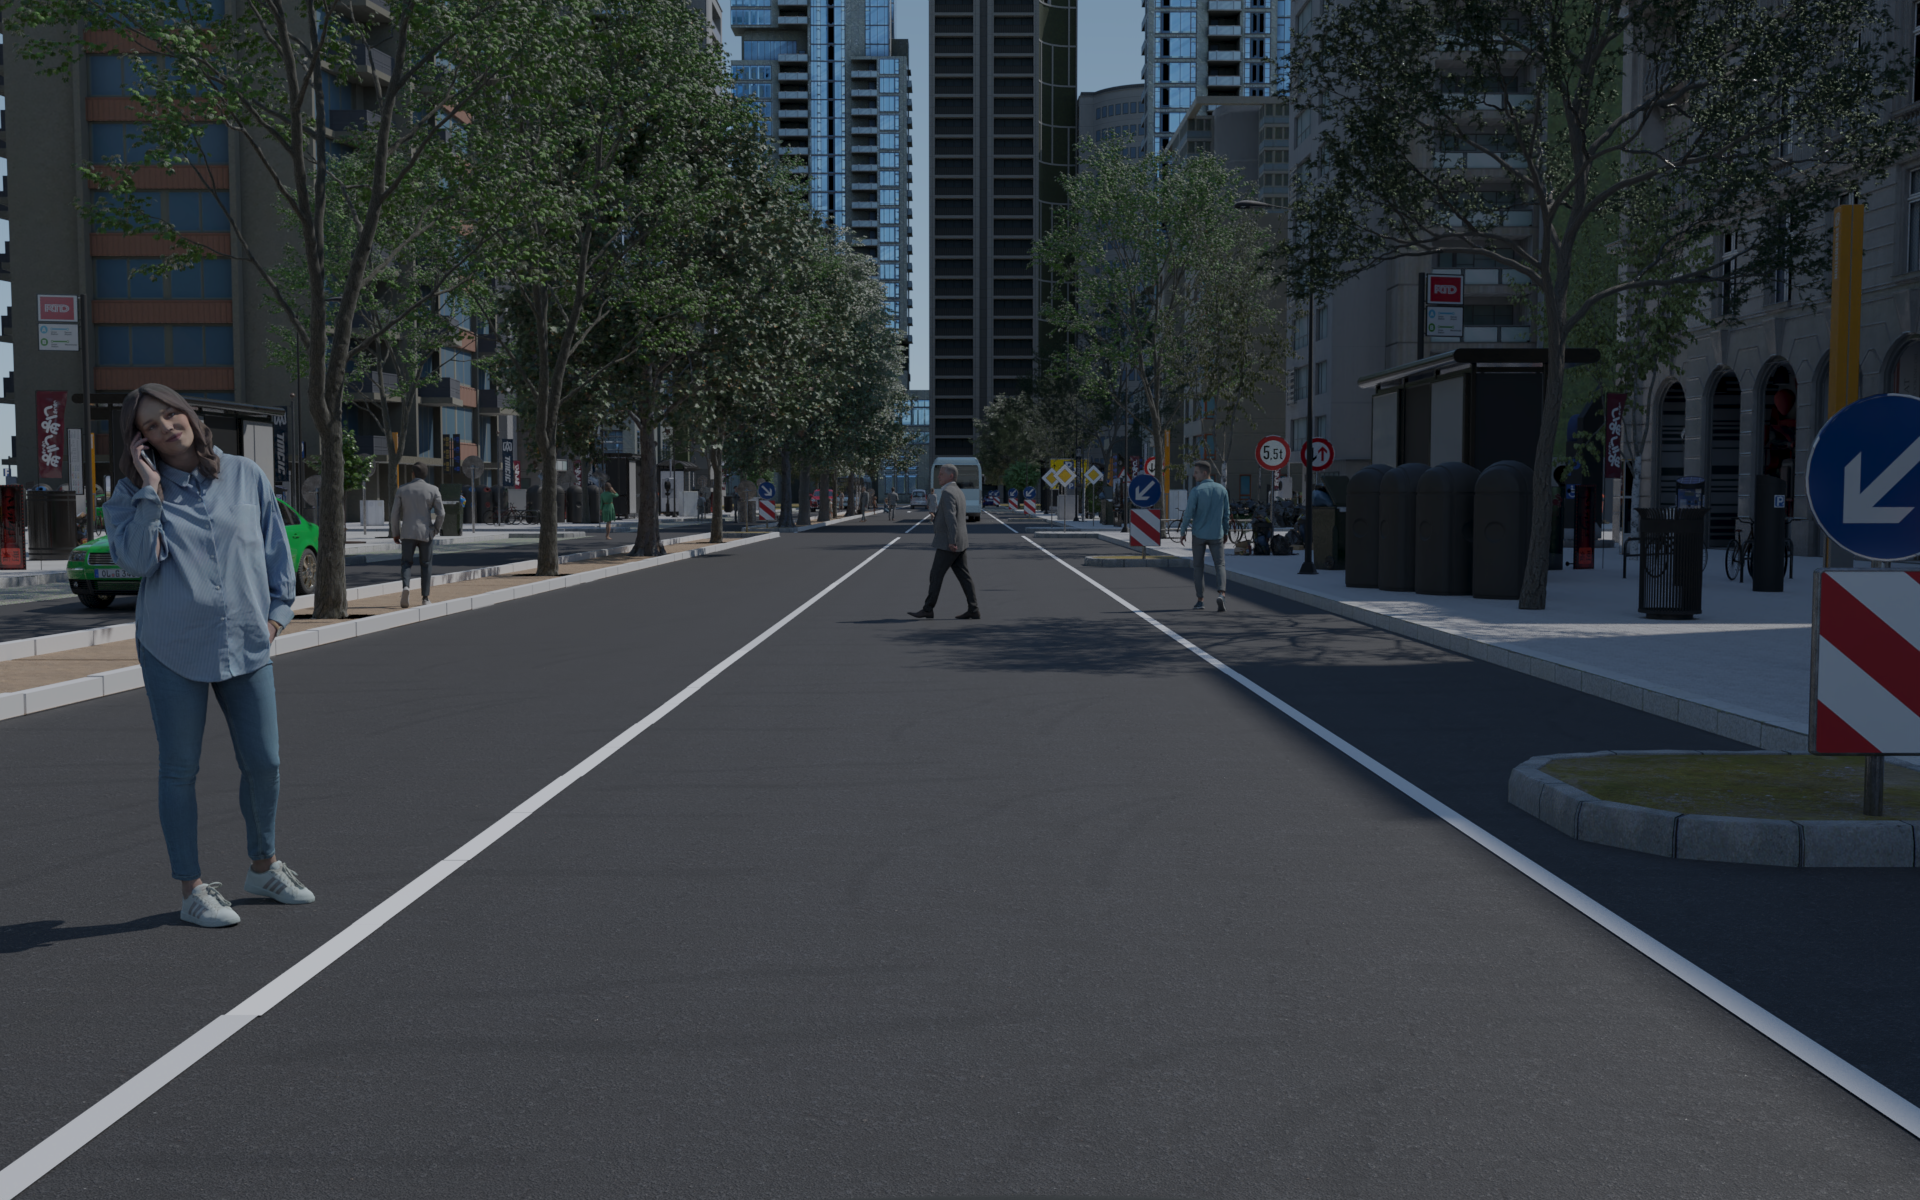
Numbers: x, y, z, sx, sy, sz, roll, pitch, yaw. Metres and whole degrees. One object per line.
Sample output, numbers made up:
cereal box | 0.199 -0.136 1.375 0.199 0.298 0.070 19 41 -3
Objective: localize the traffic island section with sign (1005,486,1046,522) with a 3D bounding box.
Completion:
traffic island section with sign | 3.486 -4.985 90.140 1.989 1.847 2.006 0 3 0

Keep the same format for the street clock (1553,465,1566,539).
street clock | 15.148 -2.381 43.503 0.471 2.002 0.358 2 4 30

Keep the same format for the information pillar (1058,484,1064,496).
information pillar | 5.503 -5.423 93.157 0.304 2.012 0.304 -2 4 -35

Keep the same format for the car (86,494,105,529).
car | -29.842 -3.194 61.023 4.718 1.807 1.959 0 4 -2

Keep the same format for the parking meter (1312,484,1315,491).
parking meter | 8.723 -2.059 42.084 0.372 1.533 0.369 0 3 0

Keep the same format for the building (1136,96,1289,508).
building | 32.767 -28.765 162.192 32.217 40.220 23.993 0 3 0

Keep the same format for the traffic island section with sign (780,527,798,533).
traffic island section with sign | -7.189 -3.490 65.193 2.006 1.907 1.989 0 3 0

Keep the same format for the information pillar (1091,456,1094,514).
information pillar | 8.173 -7.084 107.174 0.183 3.616 0.504 0 4 -7

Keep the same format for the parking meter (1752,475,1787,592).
parking meter | 10.644 -0.878 22.773 0.372 1.533 0.369 0 3 0

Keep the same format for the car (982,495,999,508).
car | 3.180 -10.244 180.066 1.945 1.354 3.894 0 3 0

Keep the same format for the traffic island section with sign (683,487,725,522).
traffic island section with sign | -13.353 -5.016 90.639 1.989 1.847 2.006 0 3 0

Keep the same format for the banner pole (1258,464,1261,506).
banner pole | 16.904 -6.592 97.802 0.401 3.779 0.863 0 4 -3

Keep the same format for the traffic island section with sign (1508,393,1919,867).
traffic island section with sign | 3.548 0.063 7.594 1.989 1.847 2.006 0 3 0

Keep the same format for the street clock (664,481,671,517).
street clock | -16.495 -5.698 97.729 0.358 2.002 0.471 -2 4 -29

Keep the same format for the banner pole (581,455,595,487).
banner pole | -17.964 -5.713 83.423 0.863 3.779 0.401 -1 4 -22

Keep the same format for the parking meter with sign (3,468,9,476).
parking meter with sign | -63.930 -7.403 117.303 1.738 3.016 0.543 2 4 25

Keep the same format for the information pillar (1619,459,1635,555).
information pillar | 14.103 -1.959 36.523 0.304 2.012 0.304 1 4 9

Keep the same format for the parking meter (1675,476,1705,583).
parking meter | 10.167 -0.962 24.148 0.372 1.533 0.369 0 3 0

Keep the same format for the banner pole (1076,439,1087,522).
banner pole | 5.533 -5.477 79.564 0.401 3.779 0.863 -2 4 -28

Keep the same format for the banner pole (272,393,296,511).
banner pole | -16.787 -3.251 43.167 0.863 3.779 0.401 1 4 21

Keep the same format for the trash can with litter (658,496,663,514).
trash can with litter | -19.360 -6.034 109.709 2.233 1.210 1.678 -1 4 -8

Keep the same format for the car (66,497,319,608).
car | -10.132 -0.882 23.210 1.959 1.807 4.718 0 4 1

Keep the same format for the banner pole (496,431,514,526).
banner pole | -18.125 -4.823 68.871 0.863 3.779 0.401 -3 4 -37

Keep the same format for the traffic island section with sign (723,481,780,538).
traffic island section with sign | -7.193 -3.037 57.786 2.006 1.907 1.989 0 3 0

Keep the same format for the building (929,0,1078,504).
building | 6.066 -49.248 243.454 20.611 71.187 20.563 0 3 0

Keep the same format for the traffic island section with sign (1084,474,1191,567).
traffic island section with sign | 3.531 -1.605 34.865 1.989 1.847 2.006 0 3 0

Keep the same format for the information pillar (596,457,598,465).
information pillar | -22.718 -7.114 107.663 0.504 3.616 0.183 -1 4 -19

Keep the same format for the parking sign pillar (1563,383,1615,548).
parking sign pillar | 15.040 -3.256 41.708 1.447 3.967 1.447 3 5 41

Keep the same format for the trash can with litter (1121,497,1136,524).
trash can with litter | 7.062 -3.872 74.693 1.055 1.170 0.624 -3 5 -43

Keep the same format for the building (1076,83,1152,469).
building | 30.476 -42.999 245.030 28.212 58.520 21.231 0 3 0

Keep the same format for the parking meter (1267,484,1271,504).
parking meter | 18.628 -6.010 103.981 0.399 1.863 0.255 -1 4 -23

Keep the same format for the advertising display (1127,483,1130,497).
advertising display | 8.680 -5.298 91.841 0.974 1.923 0.123 3 4 38

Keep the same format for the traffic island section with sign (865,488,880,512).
traffic island section with sign | -7.261 -8.085 140.332 2.006 1.907 1.989 0 3 0

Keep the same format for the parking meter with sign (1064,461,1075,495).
parking meter with sign | 5.769 -5.780 90.771 0.543 3.016 1.738 0 4 -1

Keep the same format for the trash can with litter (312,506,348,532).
trash can with litter | -21.085 -2.851 58.001 0.624 1.170 1.055 2 4 27

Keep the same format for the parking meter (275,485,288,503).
parking meter | -19.581 -2.542 49.968 0.372 1.533 0.369 0 3 0

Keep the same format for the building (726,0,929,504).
building | -19.740 -56.967 244.074 31.000 86.520 22.319 0 3 0

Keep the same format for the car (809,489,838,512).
car | -10.894 -7.939 138.476 2.281 1.827 5.304 0 4 -2

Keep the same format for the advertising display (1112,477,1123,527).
advertising display | 6.153 -3.813 67.558 0.123 1.923 0.974 -1 4 -13

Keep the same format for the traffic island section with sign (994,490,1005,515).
traffic island section with sign | 3.457 -6.634 117.095 1.989 1.847 2.006 0 3 0

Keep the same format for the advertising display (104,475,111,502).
advertising display | -28.189 -3.239 58.169 0.974 1.923 0.123 -3 4 -38

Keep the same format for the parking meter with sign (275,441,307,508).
parking meter with sign | -22.495 -3.722 57.116 1.738 3.016 0.543 -3 4 -36

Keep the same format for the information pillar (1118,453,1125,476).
information pillar | 9.179 -6.536 98.224 0.504 3.616 0.183 3 4 36

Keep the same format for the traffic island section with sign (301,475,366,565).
traffic island section with sign | -13.294 -1.636 35.382 1.989 1.847 2.006 0 3 0

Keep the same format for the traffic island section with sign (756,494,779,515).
traffic island section with sign | -13.360 -6.665 117.595 1.989 1.847 2.006 0 3 0

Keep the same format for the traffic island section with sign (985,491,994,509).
traffic island section with sign | 3.421 -9.742 167.915 1.989 1.847 2.006 0 3 0

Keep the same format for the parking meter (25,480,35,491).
parking meter | -39.520 -4.152 73.600 0.399 1.863 0.255 -2 4 -30

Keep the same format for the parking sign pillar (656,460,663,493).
parking sign pillar | -22.896 -8.738 131.332 1.447 3.967 1.447 1 4 19

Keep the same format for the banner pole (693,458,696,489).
banner pole | -18.303 -7.904 119.253 0.401 3.779 0.863 0 4 6

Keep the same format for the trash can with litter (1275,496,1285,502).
trash can with litter | 17.356 -4.970 92.639 1.055 1.170 0.624 3 5 40
